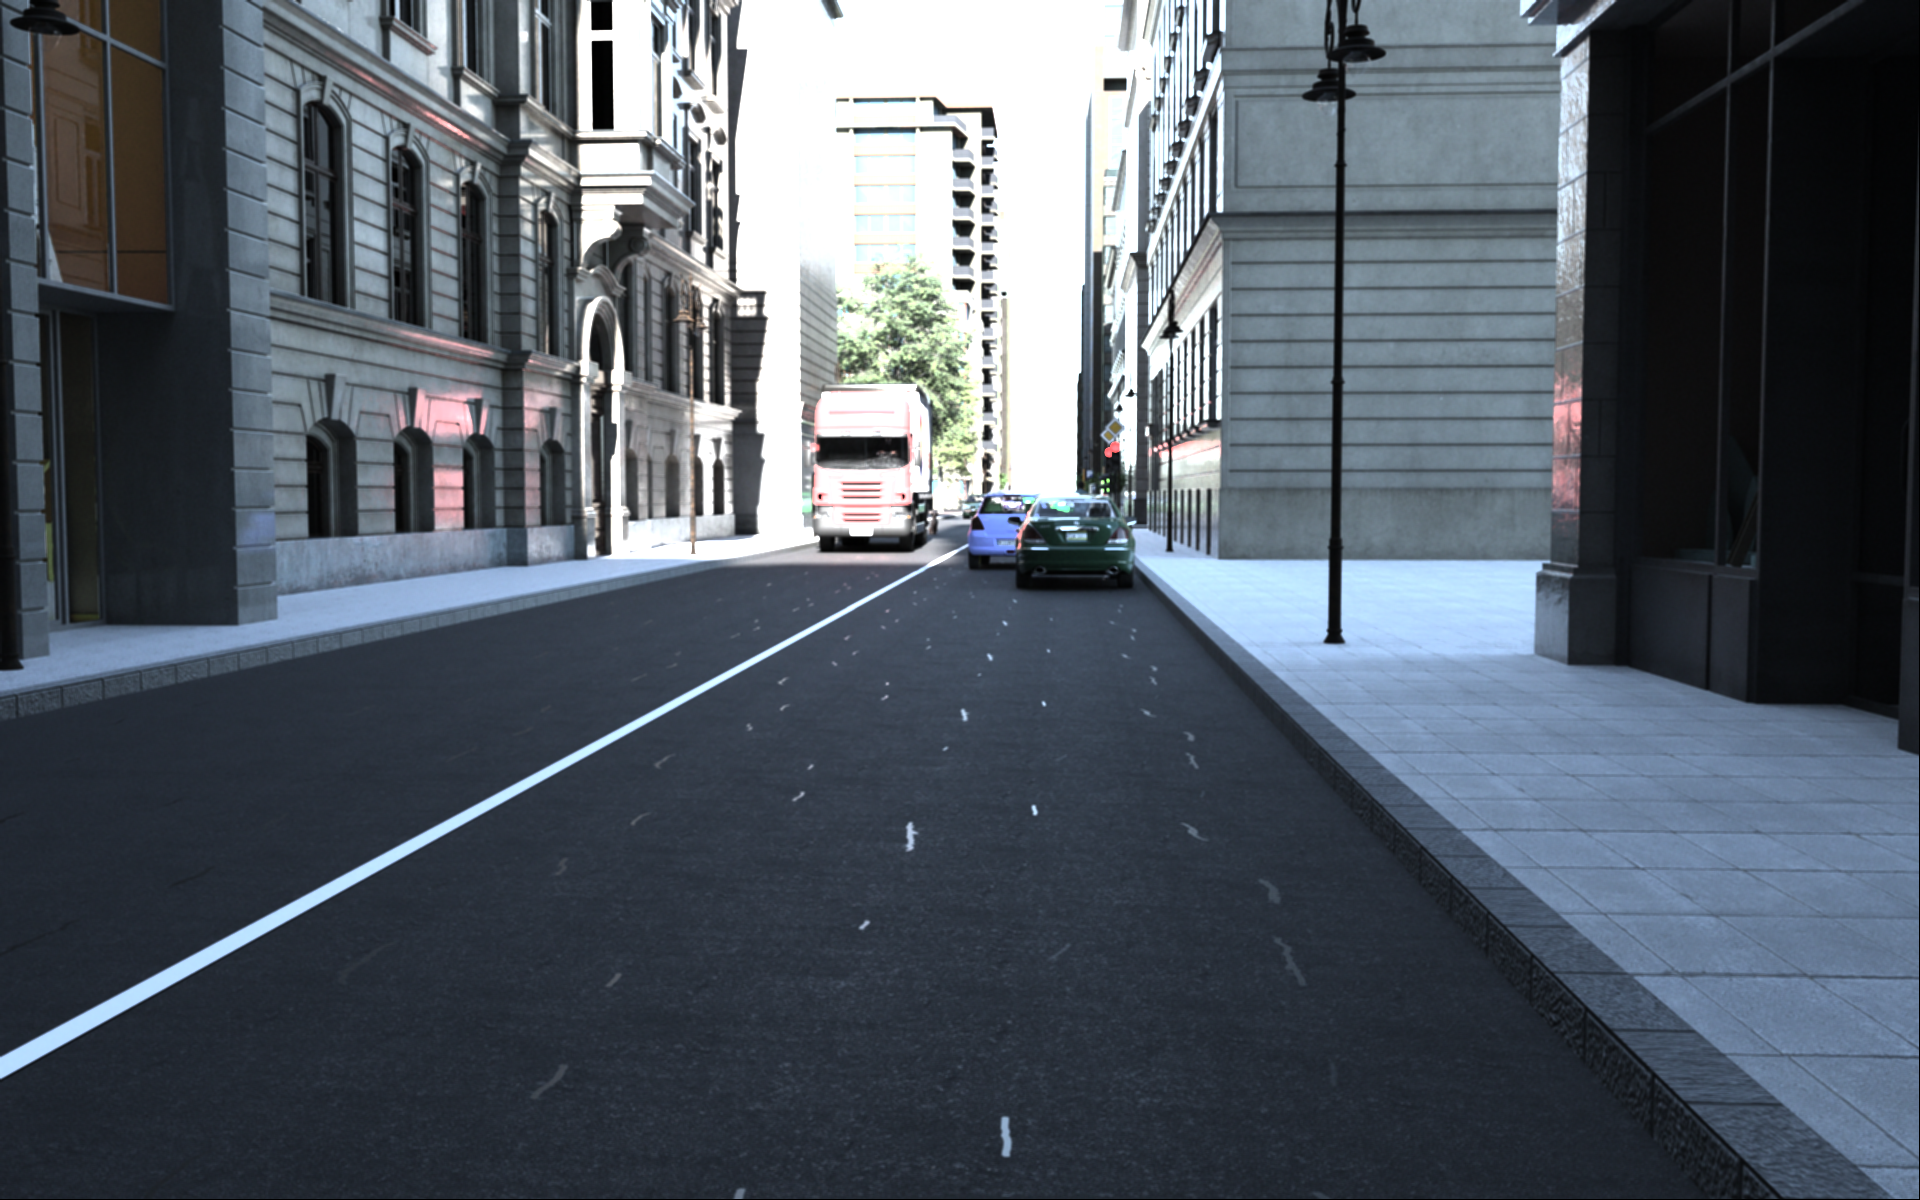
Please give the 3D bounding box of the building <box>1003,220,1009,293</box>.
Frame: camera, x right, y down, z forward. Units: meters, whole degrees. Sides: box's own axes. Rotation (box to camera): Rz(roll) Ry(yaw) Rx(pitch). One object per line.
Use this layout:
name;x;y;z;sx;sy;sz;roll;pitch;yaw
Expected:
building;-0.210;-34.742;251.618;14.154;41.232;14.086;0;4;3

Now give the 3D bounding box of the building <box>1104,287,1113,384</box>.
building;17.237;-18.265;134.791;11.583;22.565;21.152;0;4;3

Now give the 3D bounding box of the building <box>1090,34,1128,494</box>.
building;19.872;-31.804;170.108;14.600;45.320;14.200;0;4;3

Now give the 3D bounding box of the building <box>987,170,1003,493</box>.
building;-2.387;-32.384;213.070;14.154;41.232;14.086;0;4;3

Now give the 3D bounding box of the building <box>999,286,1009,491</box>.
building;-0.607;-28.481;237.370;14.160;30.474;14.107;0;4;3

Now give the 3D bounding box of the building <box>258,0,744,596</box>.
building;-12.926;-13.199;34.890;14.460;24.649;34.723;0;4;3

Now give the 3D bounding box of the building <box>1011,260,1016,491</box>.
building;2.316;-37.354;294.324;14.154;41.232;14.086;0;4;3

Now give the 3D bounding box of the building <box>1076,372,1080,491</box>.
building;31.340;-25.346;259.445;27.650;21.520;28.899;0;4;3

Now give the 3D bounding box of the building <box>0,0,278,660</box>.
building;-13.235;-13.761;2.494;11.434;29.767;29.804;0;4;3

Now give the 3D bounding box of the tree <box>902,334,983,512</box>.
tree;-1.675;-12.443;121.563;7.486;12.596;7.792;0;3;0

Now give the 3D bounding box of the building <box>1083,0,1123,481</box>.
building;24.248;-39.753;191.953;21.231;58.520;28.212;0;4;3

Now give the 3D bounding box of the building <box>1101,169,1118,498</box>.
building;19.803;-23.510;156.095;14.160;30.474;14.107;0;4;3

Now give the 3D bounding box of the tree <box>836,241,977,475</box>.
tree;-3.668;-11.155;89.043;9.857;13.997;8.962;0;3;0

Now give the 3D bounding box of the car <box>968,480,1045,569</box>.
car;1.120;-1.517;34.400;1.945;1.707;3.694;0;4;5

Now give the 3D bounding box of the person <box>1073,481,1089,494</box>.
person;3.661;-2.702;52.699;0.660;1.820;0.620;-1;4;-18

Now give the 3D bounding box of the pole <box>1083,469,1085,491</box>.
pole;10.012;-8.938;139.986;0.158;3.312;0.155;0;3;0

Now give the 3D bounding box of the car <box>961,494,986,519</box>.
car;1.099;-5.573;100.905;2.009;1.686;4.222;0;4;4

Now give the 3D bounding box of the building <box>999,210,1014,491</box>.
building;1.484;-38.509;279.733;14.600;45.320;14.200;0;4;3

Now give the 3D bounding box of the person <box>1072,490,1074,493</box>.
person;9.468;-8.454;147.167;0.683;1.767;0.568;0;4;4

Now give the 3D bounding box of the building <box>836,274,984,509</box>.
building;-12.260;-19.412;162.419;27.650;21.520;28.899;0;4;3

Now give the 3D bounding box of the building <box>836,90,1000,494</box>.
building;-6.989;-32.766;190.356;22.147;44.769;28.867;0;4;3

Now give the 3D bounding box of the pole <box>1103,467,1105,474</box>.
pole;10.640;-8.220;128.245;0.158;3.312;0.155;0;3;0

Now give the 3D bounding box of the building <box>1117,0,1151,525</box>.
building;19.610;-17.028;75.668;25.104;27.353;12.463;0;4;3

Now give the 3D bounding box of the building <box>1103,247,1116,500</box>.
building;14.987;-15.302;114.813;10.561;19.102;19.286;0;4;3

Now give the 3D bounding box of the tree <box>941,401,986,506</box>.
tree;0.214;-11.386;136.526;4.360;8.622;3.978;0;3;0

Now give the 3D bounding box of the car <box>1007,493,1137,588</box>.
car;1.818;-0.985;27.910;2.131;1.459;4.920;0;4;2

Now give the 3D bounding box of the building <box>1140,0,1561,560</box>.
building;13.136;-13.065;46.896;16.112;22.955;30.059;0;4;3

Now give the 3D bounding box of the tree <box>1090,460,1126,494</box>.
tree;7.615;-5.564;85.573;1.663;3.219;1.824;0;3;0

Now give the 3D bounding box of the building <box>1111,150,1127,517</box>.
building;13.496;-15.102;96.070;9.793;20.994;18.267;0;4;3

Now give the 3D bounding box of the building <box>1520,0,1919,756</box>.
building;8.953;-9.832;11.662;10.553;20.767;40.483;0;4;3

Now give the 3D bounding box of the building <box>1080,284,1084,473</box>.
building;23.485;-28.492;237.553;14.160;30.474;14.107;0;4;3

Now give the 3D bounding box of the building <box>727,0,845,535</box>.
building;-13.547;-12.814;58.663;18.267;20.994;9.793;0;4;3
